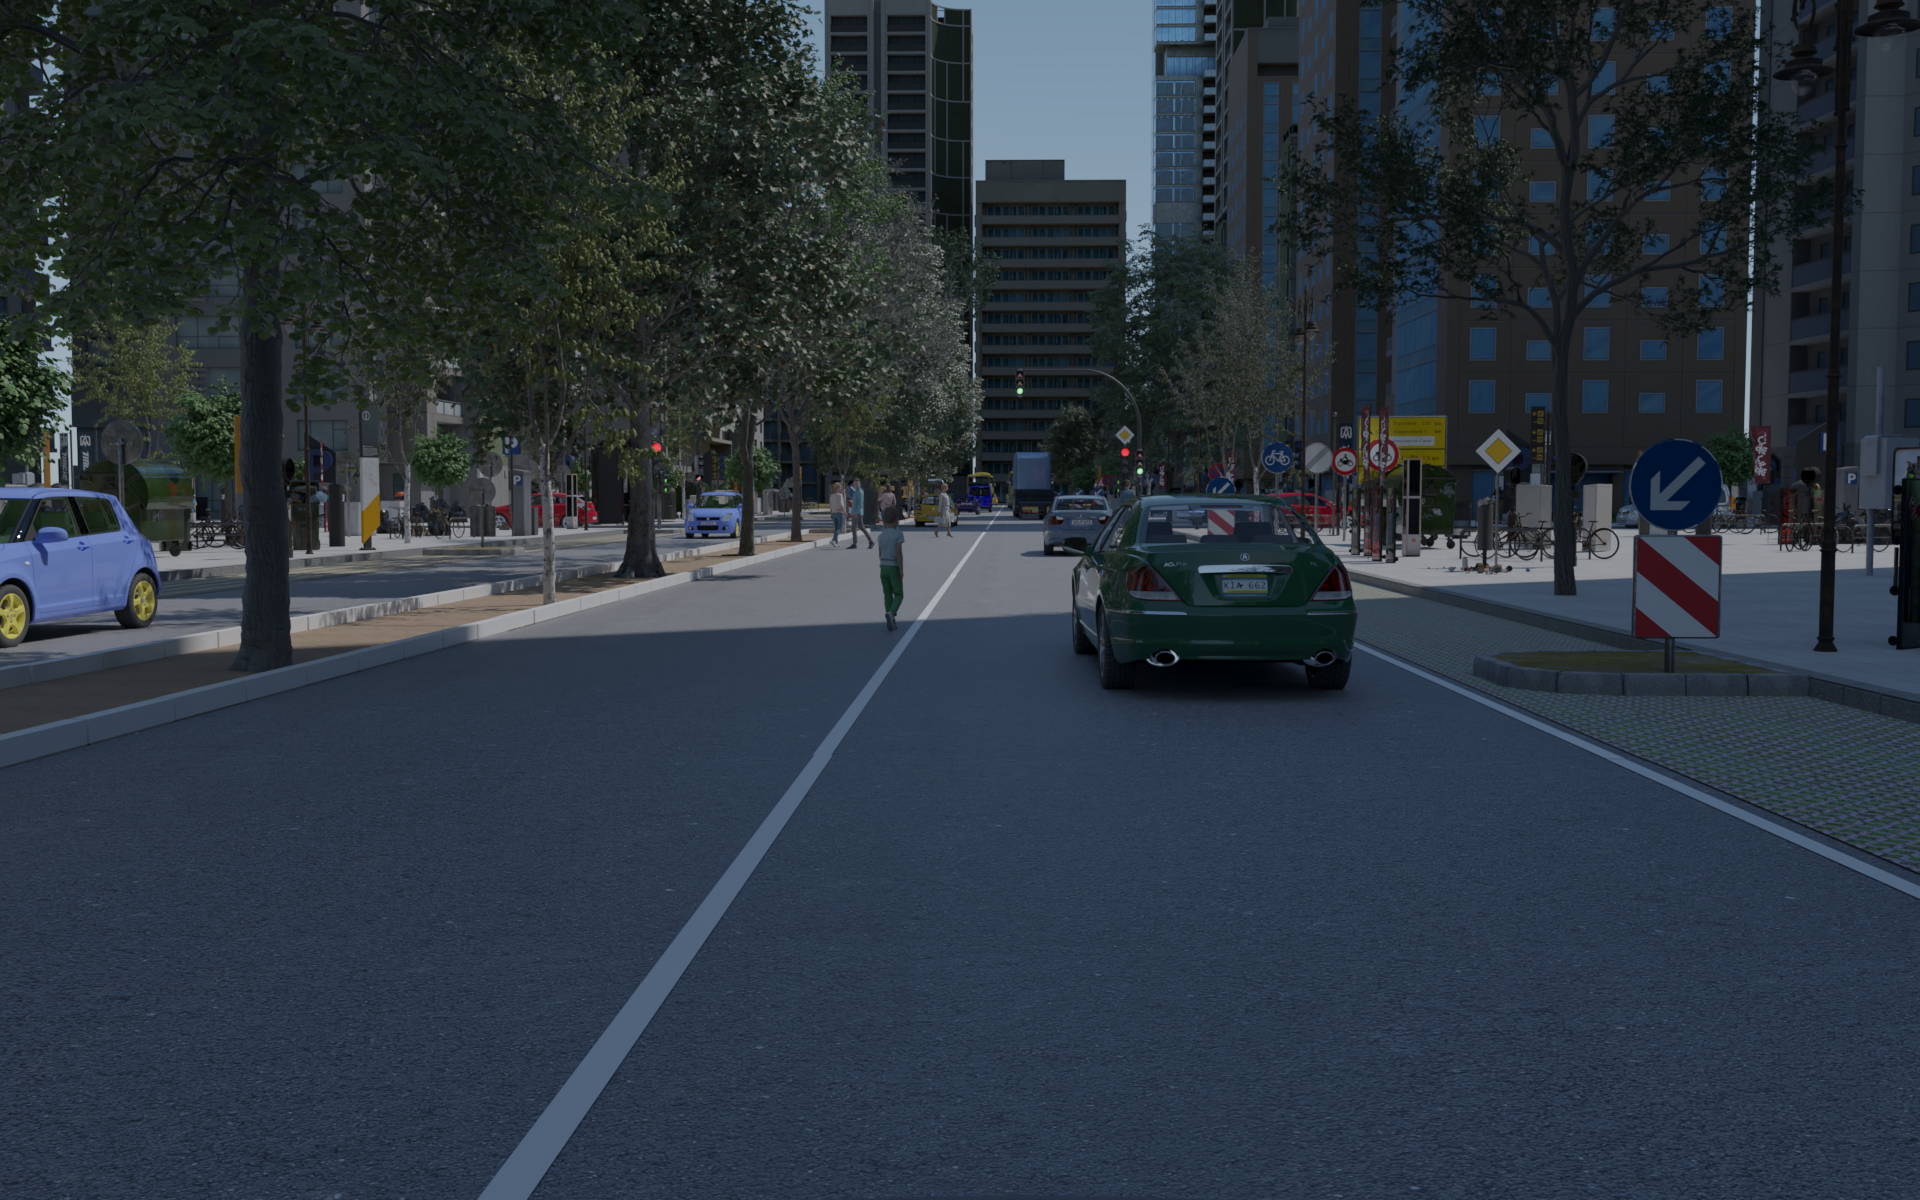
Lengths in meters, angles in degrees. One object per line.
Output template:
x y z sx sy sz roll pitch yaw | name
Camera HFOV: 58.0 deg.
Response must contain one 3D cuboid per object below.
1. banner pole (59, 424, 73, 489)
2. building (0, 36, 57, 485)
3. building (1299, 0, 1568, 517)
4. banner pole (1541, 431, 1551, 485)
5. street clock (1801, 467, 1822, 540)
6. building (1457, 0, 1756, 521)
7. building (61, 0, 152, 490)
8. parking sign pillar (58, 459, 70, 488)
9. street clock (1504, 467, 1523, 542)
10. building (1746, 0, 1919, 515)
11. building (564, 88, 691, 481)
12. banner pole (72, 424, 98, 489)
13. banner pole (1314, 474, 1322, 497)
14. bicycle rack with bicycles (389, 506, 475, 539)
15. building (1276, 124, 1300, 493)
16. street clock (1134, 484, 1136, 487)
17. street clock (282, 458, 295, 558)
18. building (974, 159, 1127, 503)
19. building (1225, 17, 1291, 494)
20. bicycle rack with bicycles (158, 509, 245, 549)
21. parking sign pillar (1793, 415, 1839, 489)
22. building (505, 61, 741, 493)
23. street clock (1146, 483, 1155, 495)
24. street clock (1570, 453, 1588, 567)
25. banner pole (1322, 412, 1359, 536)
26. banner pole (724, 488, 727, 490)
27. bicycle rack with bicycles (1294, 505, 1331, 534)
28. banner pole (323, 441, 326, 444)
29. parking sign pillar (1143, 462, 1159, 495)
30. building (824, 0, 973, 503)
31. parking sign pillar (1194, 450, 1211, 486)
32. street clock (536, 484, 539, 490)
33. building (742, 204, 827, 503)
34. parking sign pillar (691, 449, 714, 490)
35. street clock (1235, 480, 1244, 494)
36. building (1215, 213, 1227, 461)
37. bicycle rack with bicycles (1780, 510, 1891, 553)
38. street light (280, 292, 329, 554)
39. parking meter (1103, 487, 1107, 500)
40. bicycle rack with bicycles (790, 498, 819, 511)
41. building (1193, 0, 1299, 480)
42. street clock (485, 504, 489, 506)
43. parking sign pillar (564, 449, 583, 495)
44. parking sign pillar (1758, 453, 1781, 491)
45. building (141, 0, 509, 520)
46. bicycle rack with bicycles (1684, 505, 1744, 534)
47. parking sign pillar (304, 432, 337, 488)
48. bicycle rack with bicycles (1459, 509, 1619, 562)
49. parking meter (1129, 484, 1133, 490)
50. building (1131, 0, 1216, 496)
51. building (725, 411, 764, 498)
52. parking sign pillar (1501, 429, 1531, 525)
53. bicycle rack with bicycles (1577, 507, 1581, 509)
-32.091 -4.421 62.302 0.863 3.779 0.401 2 4 27 | banner pole
-67.214 -33.755 93.895 28.212 58.520 21.231 0 4 2 | building
30.624 -28.476 115.686 14.600 45.320 14.200 0 4 2 | building
20.354 -4.294 60.223 0.401 3.779 0.863 3 5 44 | banner pole
22.699 -2.549 46.242 0.358 2.002 0.471 -2 4 -25 | street clock
30.634 -26.833 88.835 14.200 45.320 14.600 0 4 2 | building
-42.268 -32.508 120.748 28.713 52.752 27.495 0 4 2 | building
-68.385 -8.790 132.191 1.447 3.967 1.447 -1 4 -12 | parking sign pillar
14.889 -2.574 46.659 0.471 2.002 0.358 -2 4 -28 | street clock
61.256 -33.746 93.745 28.212 58.520 21.231 0 4 2 | building
-34.321 -43.918 156.308 20.563 71.187 20.611 0 4 2 | building
-31.181 -4.410 62.126 0.401 3.779 0.863 2 4 35 | banner pole
20.426 -6.634 98.476 0.863 3.779 0.401 -2 4 -31 | banner pole
-15.403 -2.236 49.941 2.852 0.926 2.925 0 4 7 | bicycle rack with bicycles
32.196 -22.417 138.214 14.160 30.474 14.107 0 4 2 | building
12.767 -7.389 125.386 0.471 2.002 0.358 0 4 -1 | street clock
-13.502 -1.841 34.676 0.358 2.002 0.471 0 4 2 | street clock
12.980 -38.507 253.297 21.600 48.544 21.300 0 4 2 | building
33.101 -31.460 164.475 14.600 45.320 14.200 0 4 2 | building
-17.373 -1.671 40.697 2.925 0.926 2.852 -1 4 -8 | bicycle rack with bicycles
29.241 -4.327 59.217 1.447 3.967 1.447 1 4 13 | parking sign pillar
-38.022 -36.193 181.001 28.713 52.752 27.495 0 4 2 | building
10.946 -5.798 99.369 0.471 2.002 0.358 2 4 35 | street clock
10.822 -1.594 30.633 0.471 2.002 0.358 2 4 28 | street clock
11.710 -3.866 53.232 0.863 3.779 0.401 -1 4 -13 | banner pole
-19.420 -9.337 142.680 0.863 3.779 0.401 3 5 43 | banner pole
10.687 -2.616 56.161 2.925 0.926 2.852 0 4 -4 | bicycle rack with bicycles
-30.184 -5.644 82.300 0.401 3.779 0.863 -1 4 -12 | banner pole
14.970 -9.001 135.632 1.447 3.967 1.447 3 5 44 | parking sign pillar
-8.513 -49.842 253.174 20.611 71.187 20.563 0 4 2 | building
13.696 -6.619 96.700 1.447 3.967 1.447 -2 4 -35 | parking sign pillar
-26.639 -6.382 108.908 0.358 2.002 0.471 0 4 4 | street clock
-33.688 -36.735 255.236 28.867 44.769 22.147 0 4 2 | building
-15.438 -7.063 103.945 1.447 3.967 1.447 1 4 16 | parking sign pillar
14.682 -5.302 91.263 0.471 2.002 0.358 2 4 34 | street clock
33.351 -24.943 179.516 14.160 30.474 14.107 0 4 2 | building
19.481 -1.547 38.678 2.925 0.926 2.852 -2 4 -26 | bicycle rack with bicycles
-13.884 -3.914 36.780 0.468 5.910 1.993 0 4 2 | street light
10.276 -7.188 123.235 0.399 1.863 0.255 -2 4 -27 | parking meter
-13.048 -7.973 143.739 2.925 0.926 2.852 -2 4 -28 | bicycle rack with bicycles
37.953 -46.313 195.469 20.563 71.187 20.611 0 4 2 | building
-24.139 -5.127 88.391 0.358 2.002 0.471 3 5 44 | street clock
-19.081 -5.937 85.544 1.447 3.967 1.447 -2 4 -35 | parking sign pillar
44.288 -6.502 94.775 1.447 3.967 1.447 -1 4 -14 | parking sign pillar
-33.166 -24.962 91.718 14.154 41.232 14.086 0 4 2 | building
24.830 -2.605 55.972 2.925 0.926 2.852 2 4 30 | bicycle rack with bicycles
-27.803 -5.312 75.316 1.447 3.967 1.447 -1 4 -15 | parking sign pillar
11.096 -1.274 34.209 2.852 0.926 2.925 -3 5 -40 | bicycle rack with bicycles
9.813 -5.783 100.271 0.399 1.863 0.255 3 5 39 | parking meter
39.688 -57.486 252.575 31.000 86.520 22.319 0 4 2 | building
-30.414 -26.319 202.018 14.107 30.474 14.160 0 4 2 | building
23.127 -5.074 71.439 1.447 3.967 1.447 3 4 36 | parking sign pillar
17.418 -2.239 49.991 2.852 0.926 2.925 2 4 35 | bicycle rack with bicycles
